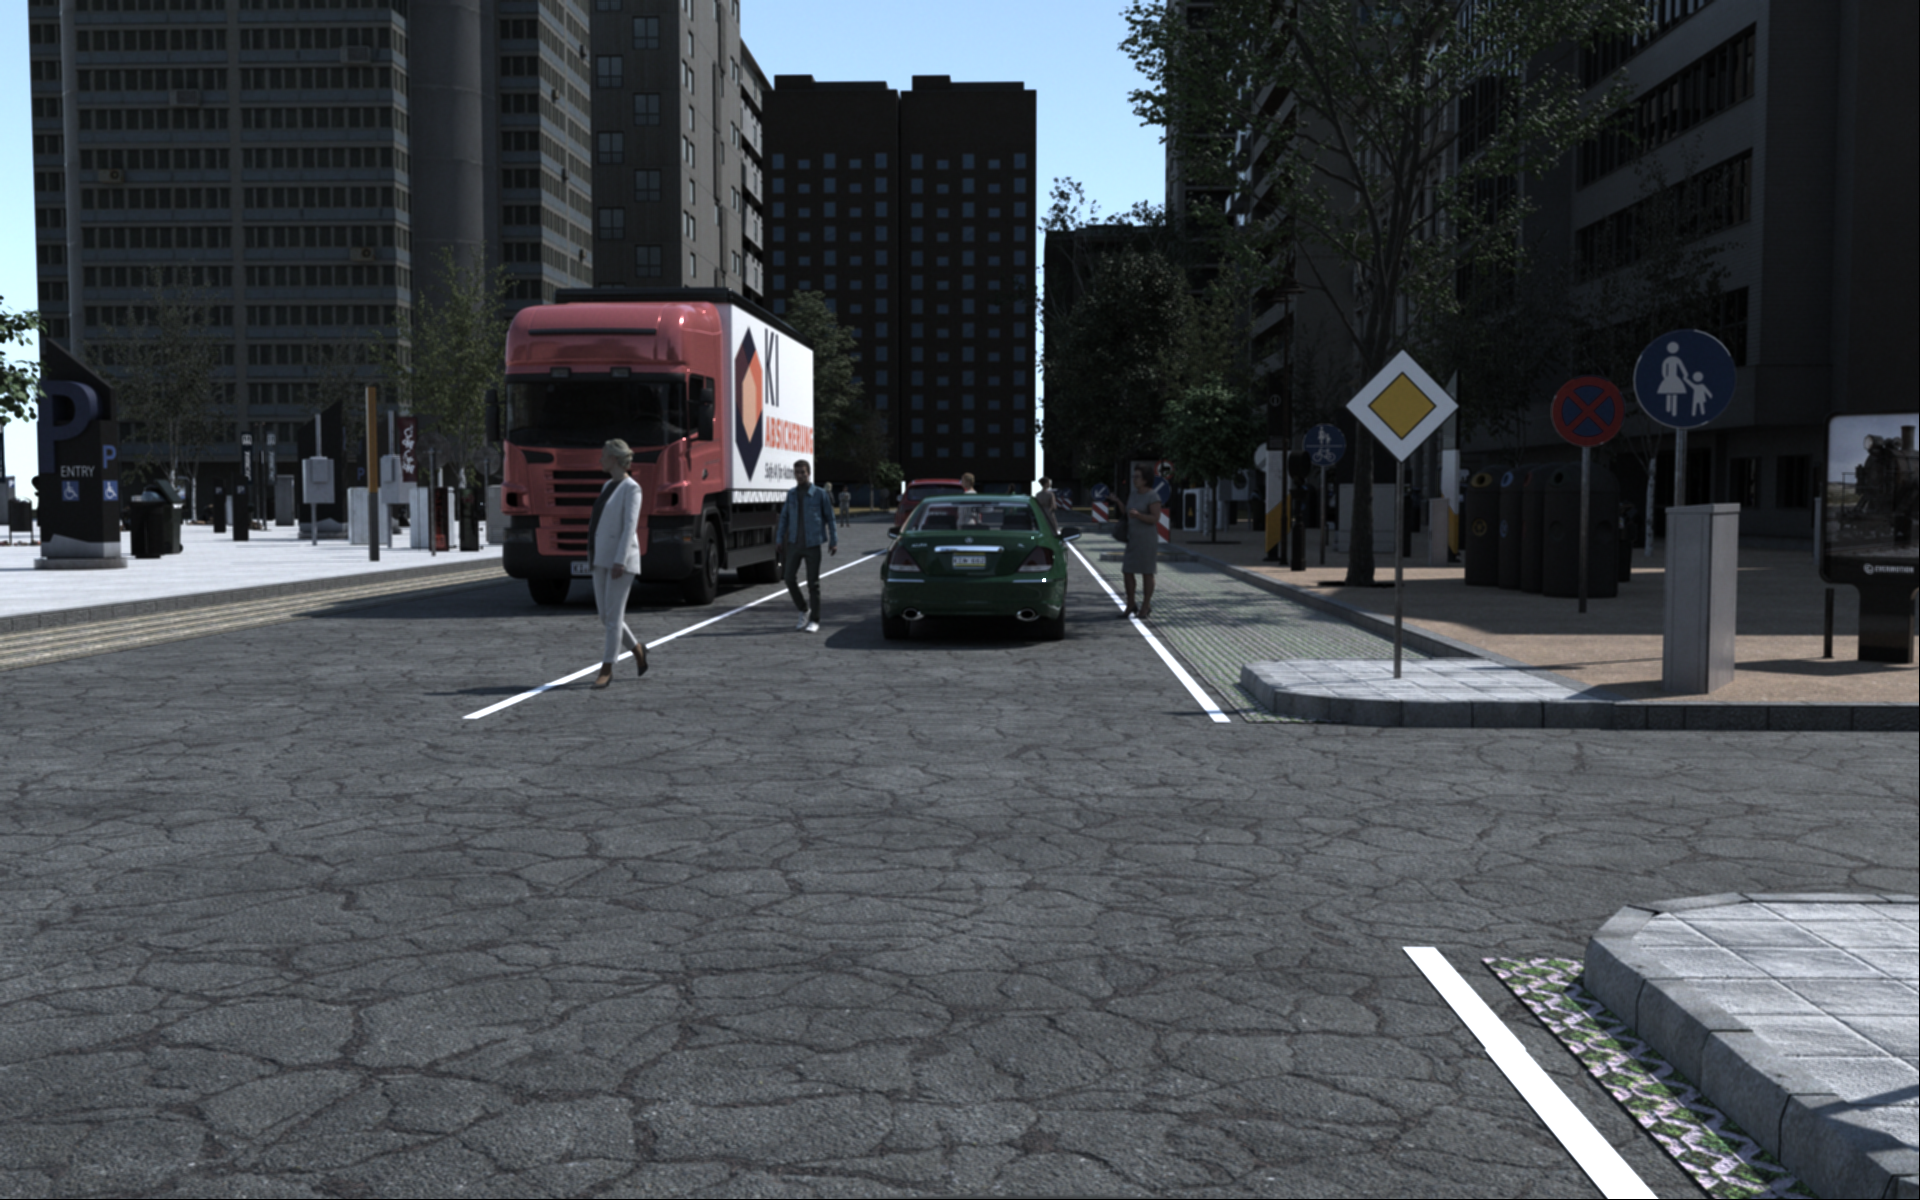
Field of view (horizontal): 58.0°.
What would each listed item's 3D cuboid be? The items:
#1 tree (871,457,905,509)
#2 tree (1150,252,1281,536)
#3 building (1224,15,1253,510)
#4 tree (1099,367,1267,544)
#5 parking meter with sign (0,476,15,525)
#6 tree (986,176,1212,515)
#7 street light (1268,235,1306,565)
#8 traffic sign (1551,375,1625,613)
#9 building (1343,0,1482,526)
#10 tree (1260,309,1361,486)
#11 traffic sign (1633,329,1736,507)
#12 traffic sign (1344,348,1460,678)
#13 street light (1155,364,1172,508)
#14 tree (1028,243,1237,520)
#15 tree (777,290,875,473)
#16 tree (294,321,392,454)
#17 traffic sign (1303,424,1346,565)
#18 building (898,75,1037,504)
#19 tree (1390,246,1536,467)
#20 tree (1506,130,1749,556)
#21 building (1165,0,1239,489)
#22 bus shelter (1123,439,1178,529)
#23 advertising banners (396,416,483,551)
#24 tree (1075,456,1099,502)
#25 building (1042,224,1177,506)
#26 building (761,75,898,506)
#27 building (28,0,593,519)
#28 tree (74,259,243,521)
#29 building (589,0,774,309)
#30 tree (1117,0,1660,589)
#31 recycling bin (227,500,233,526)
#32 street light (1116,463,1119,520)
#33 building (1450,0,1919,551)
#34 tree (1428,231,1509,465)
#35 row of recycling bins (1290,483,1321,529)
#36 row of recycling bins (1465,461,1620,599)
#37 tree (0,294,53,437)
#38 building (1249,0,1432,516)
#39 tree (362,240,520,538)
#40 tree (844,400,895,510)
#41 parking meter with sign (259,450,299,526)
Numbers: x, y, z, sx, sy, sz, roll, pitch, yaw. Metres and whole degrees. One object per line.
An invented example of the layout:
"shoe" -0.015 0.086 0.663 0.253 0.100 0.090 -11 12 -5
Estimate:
"tree" -6.523 -10.400 153.747 4.285 4.588 4.351 0 3 0
"tree" 7.644 -6.277 52.993 4.737 8.622 4.395 0 3 0
"building" 32.848 -31.546 135.386 23.786 49.044 30.456 0 4 2
"tree" 6.536 -3.753 45.082 4.285 4.588 4.351 0 3 0
"parking meter with sign" -39.365 -4.594 71.371 1.738 3.016 0.543 1 4 16
"tree" 8.375 -15.190 104.238 12.611 20.169 13.585 0 3 0
"street light" 5.854 -3.569 31.141 0.468 5.910 1.993 0 4 2
"traffic sign" 6.734 -1.134 18.654 0.768 2.556 0.104 0 4 7
"building" 24.023 -15.136 76.351 11.050 23.489 19.941 0 4 2
"tree" 14.076 -7.266 69.158 4.360 8.622 3.978 0 3 0
"traffic sign" 5.600 -0.818 13.474 0.768 2.556 0.104 0 4 6
"traffic sign" 3.044 -0.511 12.004 0.795 2.450 0.064 0 4 2
"street light" 6.872 -5.258 58.759 0.468 5.910 1.993 0 4 2
"tree" 7.795 -9.929 79.340 9.611 12.733 9.660 0 3 0
"tree" -8.601 -10.889 96.159 7.486 12.596 7.792 0 3 0
"tree" -26.613 -7.586 74.390 4.360 8.622 3.978 0 3 0
"traffic sign" 6.603 -1.919 31.475 0.768 2.556 0.104 0 4 7
"building" 1.132 -32.939 188.666 14.200 45.320 14.600 0 4 2
"tree" 14.918 -6.209 51.880 4.737 8.622 4.395 0 3 0
"tree" 14.188 -5.222 35.741 4.360 8.622 3.978 0 3 0
"building" 33.531 -45.975 189.942 20.611 71.187 20.563 0 4 2
"bus shelter" 7.446 -4.462 66.872 2.014 3.302 5.546 0 4 2
"advertising banners" -11.709 -2.614 38.926 2.074 3.025 0.090 1 4 13
"tree" 10.691 -9.328 136.221 4.285 4.588 4.351 0 3 0
"building" 16.025 -25.484 188.362 14.107 30.474 14.160 0 4 2
"building" -13.364 -32.928 188.478 14.200 45.320 14.600 0 4 2
"building" -34.929 -24.972 100.179 32.217 40.220 23.993 0 4 2
"tree" -24.717 -6.319 53.685 4.360 8.622 3.978 0 3 0
"building" -34.488 -37.148 196.615 27.495 52.752 28.713 0 4 2
"tree" 5.722 -5.989 23.680 9.928 11.665 9.643 0 3 0
"recycling bin" -29.226 -3.516 70.038 0.722 1.027 0.722 -2 4 -27
"street light" 7.820 -6.913 85.816 0.468 5.910 1.993 0 4 2
"building" 25.078 -14.204 51.304 14.314 24.678 30.058 0 4 2
"tree" 14.845 -5.900 46.825 4.360 8.622 3.978 0 3 0
"row of recycling bins" 13.335 -3.536 64.924 3.534 1.692 1.069 2 4 33
"row of recycling bins" 7.688 -0.969 22.959 1.069 1.692 3.534 0 4 -4
"tree" -11.972 -2.156 18.967 4.285 4.588 4.351 0 3 0
"building" 30.482 -29.712 109.493 21.300 48.544 21.600 0 4 2
"tree" -14.609 -6.088 49.909 4.737 8.622 4.395 0 3 0
"tree" -7.035 -11.308 135.244 4.360 8.622 3.978 0 3 0
"parking meter with sign" -27.081 -4.476 69.440 1.738 3.016 0.543 -1 4 -12
